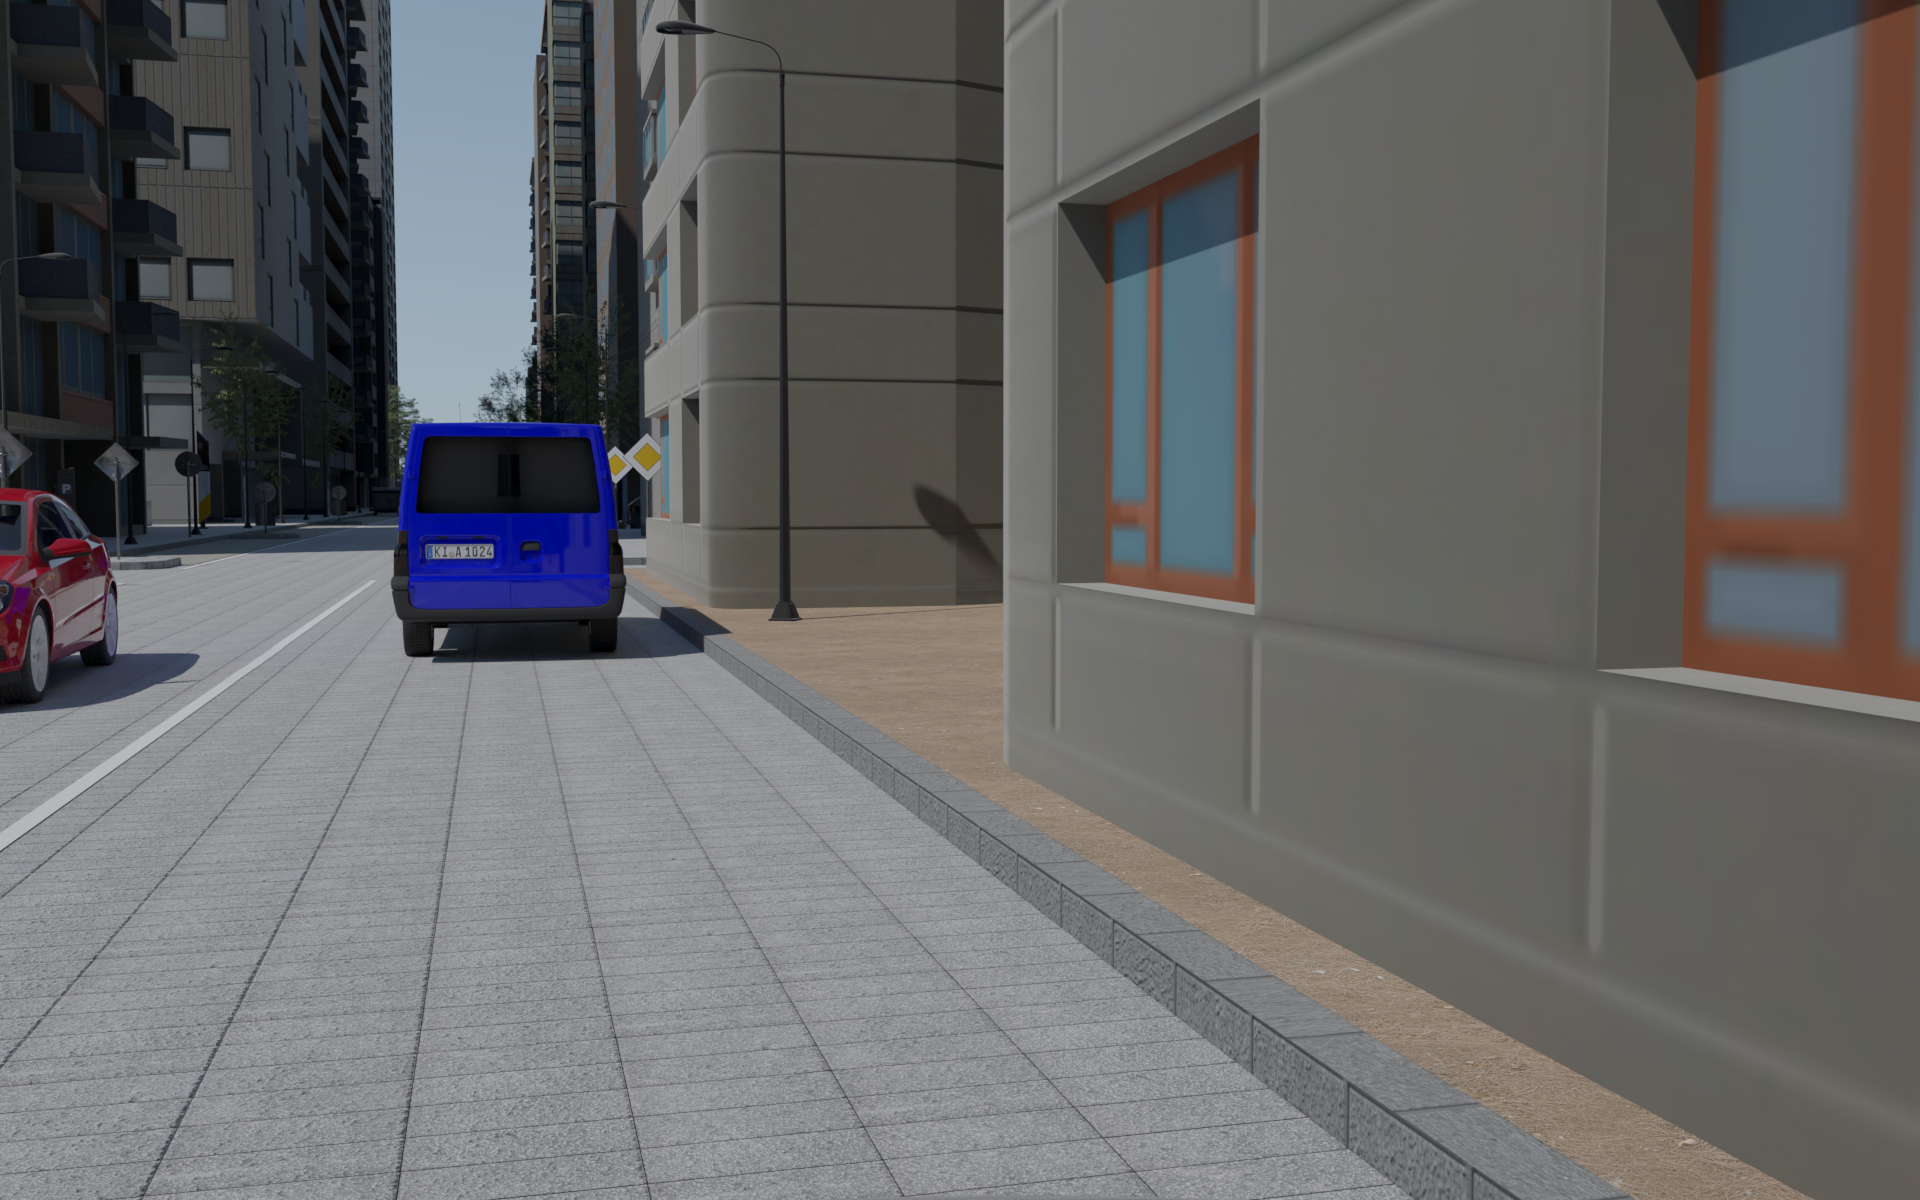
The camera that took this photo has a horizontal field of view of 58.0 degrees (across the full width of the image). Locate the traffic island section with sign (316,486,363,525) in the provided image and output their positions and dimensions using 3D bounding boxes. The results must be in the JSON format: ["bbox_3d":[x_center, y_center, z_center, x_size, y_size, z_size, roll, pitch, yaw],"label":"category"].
[{"bbox_3d":[-29.198,-4.460,81.552,1.989,1.847,2.006,-1,4,-15],"label":"traffic island section with sign"}]

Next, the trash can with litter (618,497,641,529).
[{"bbox_3d":[-12.166,-3.204,63.778,1.055,1.170,0.624,-1,4,-19],"label":"trash can with litter"}]

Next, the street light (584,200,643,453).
[{"bbox_3d":[-5.168,-3.373,27.697,1.470,5.913,1.316,-1,4,-15],"label":"street light"}]

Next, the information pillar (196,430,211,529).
[{"bbox_3d":[-27.829,-4.425,63.707,0.504,3.616,0.183,1,4,17],"label":"information pillar"}]

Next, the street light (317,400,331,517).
[{"bbox_3d":[-31.819,-6.916,85.626,1.470,5.913,1.316,-1,4,-15],"label":"street light"}]

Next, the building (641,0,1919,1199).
[{"bbox_3d":[12.044,-10.505,16.790,27.650,21.520,28.899,-1,4,-15],"label":"building"}]

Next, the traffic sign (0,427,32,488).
[{"bbox_3d":[-14.358,-1.369,26.023,0.795,2.450,0.064,-1,4,-15],"label":"traffic sign"}]

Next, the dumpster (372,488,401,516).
[{"bbox_3d":[-37.656,-6.455,113.757,1.865,1.857,1.264,-1,4,-16],"label":"dumpster"}]

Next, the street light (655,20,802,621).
[{"bbox_3d":[-2.300,-2.737,17.287,1.470,5.913,1.316,-1,4,-15],"label":"street light"}]

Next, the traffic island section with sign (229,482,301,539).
[{"bbox_3d":[-22.246,-2.867,55.506,1.989,1.847,2.006,-1,4,-15],"label":"traffic island section with sign"}]

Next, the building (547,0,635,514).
[{"bbox_3d":[-24.411,-29.602,134.097,14.600,45.320,14.200,-1,4,-15],"label":"building"}]

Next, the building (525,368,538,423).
[{"bbox_3d":[-49.017,-24.962,253.172,27.650,21.520,28.899,-1,4,-15],"label":"building"}]

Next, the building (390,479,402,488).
[{"bbox_3d":[-80.098,-30.712,194.022,32.217,40.220,23.993,-1,4,-15],"label":"building"}]

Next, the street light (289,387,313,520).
[{"bbox_3d":[-28.968,-6.282,75.257,1.470,5.913,1.316,-1,4,-15],"label":"street light"}]

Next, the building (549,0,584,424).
[{"bbox_3d":[-20.994,-26.665,119.574,14.154,41.232,14.086,-1,4,-15],"label":"building"}]

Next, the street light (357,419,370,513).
[{"bbox_3d":[-37.722,-8.270,107.751,1.470,5.913,1.316,-1,4,-15],"label":"street light"}]

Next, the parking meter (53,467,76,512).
[{"bbox_3d":[-19.532,-1.962,37.792,0.399,1.863,0.255,-3,4,-39],"label":"parking meter"}]

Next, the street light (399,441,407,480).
[{"bbox_3d":[-49.162,-10.891,150.601,1.470,5.913,1.316,-1,4,-15],"label":"street light"}]

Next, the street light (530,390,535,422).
[{"bbox_3d":[-18.214,-6.383,76.904,1.470,5.913,1.316,-1,4,-15],"label":"street light"}]

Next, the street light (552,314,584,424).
[{"bbox_3d":[-9.689,-4.423,44.865,1.470,5.913,1.316,-1,4,-15],"label":"street light"}]

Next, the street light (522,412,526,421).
[{"bbox_3d":[-23.801,-7.653,97.672,1.470,5.913,1.316,-1,4,-15],"label":"street light"}]

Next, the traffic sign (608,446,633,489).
[{"bbox_3d":[-7.188,-1.989,36.171,0.795,2.450,0.064,-1,4,-15],"label":"traffic sign"}]

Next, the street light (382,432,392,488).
[{"bbox_3d":[-43.284,-9.554,128.744,1.470,5.913,1.316,-1,4,-15],"label":"street light"}]

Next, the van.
[{"bbox_3d":[-4.434,-0.778,17.107,2.240,2.365,5.245,-1,4,-14],"label":"van"}]

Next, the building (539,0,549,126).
[{"bbox_3d":[-26.117,-30.659,155.903,22.147,44.769,28.867,-1,4,-15],"label":"building"}]

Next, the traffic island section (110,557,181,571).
[{"bbox_3d":[-16.437,-0.704,33.795,2.009,0.180,2.903,-1,4,-15],"label":"traffic island section"}]

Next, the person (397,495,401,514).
[{"bbox_3d":[-29.716,-5.109,92.526,0.515,1.767,0.782,2,4,31],"label":"person"}]

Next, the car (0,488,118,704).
[{"bbox_3d":[-7.551,-0.235,12.890,2.155,1.783,4.494,-1,4,-17],"label":"car"}]

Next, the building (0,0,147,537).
[{"bbox_3d":[-33.176,-23.791,43.605,22.147,44.769,28.867,-1,4,-15],"label":"building"}]

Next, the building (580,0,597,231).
[{"bbox_3d":[-15.646,-20.341,104.284,14.160,30.474,14.107,-1,4,-15],"label":"building"}]

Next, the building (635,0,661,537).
[{"bbox_3d":[1.336,-26.129,50.913,21.600,48.544,21.300,-1,4,-15],"label":"building"}]

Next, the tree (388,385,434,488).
[{"bbox_3d":[-59.112,-16.011,179.902,7.486,12.596,7.792,0,3,0],"label":"tree"}]

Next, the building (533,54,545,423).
[{"bbox_3d":[-35.737,-32.147,175.706,14.600,45.320,14.200,-1,4,-15],"label":"building"}]

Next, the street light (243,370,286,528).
[{"bbox_3d":[-26.170,-5.647,64.875,1.470,5.913,1.316,-1,4,-15],"label":"street light"}]

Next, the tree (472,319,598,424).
[{"bbox_3d":[-21.612,-9.621,91.712,8.767,10.594,7.601,-1,4,-14],"label":"tree"}]

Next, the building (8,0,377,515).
[{"bbox_3d":[-59.039,-29.564,137.989,22.147,44.769,28.867,-1,4,-15],"label":"building"}]

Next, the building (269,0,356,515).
[{"bbox_3d":[-51.916,-29.915,112.811,21.300,48.544,21.600,-1,4,-15],"label":"building"}]

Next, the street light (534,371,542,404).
[{"bbox_3d":[-15.235,-5.696,65.678,1.470,5.913,1.316,-1,4,-15],"label":"street light"}]

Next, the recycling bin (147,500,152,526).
[{"bbox_3d":[-32.730,-3.452,68.989,0.722,1.027,0.722,1,4,17],"label":"recycling bin"}]

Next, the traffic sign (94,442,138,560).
[{"bbox_3d":[-16.416,-1.841,33.739,0.795,2.450,0.064,-1,4,-15],"label":"traffic sign"}]

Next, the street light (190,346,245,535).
[{"bbox_3d":[-23.515,-5.010,54.454,1.470,5.913,1.316,-1,4,-15],"label":"street light"}]

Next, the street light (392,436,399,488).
[{"bbox_3d":[-46.113,-10.188,139.118,1.470,5.913,1.316,-1,4,-15],"label":"street light"}]

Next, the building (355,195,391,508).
[{"bbox_3d":[-60.736,-23.759,160.168,14.160,30.474,14.107,-1,4,-15],"label":"building"}]

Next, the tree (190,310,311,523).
[{"bbox_3d":[-28.554,-7.267,69.180,4.737,8.622,4.395,0,3,0],"label":"tree"}]

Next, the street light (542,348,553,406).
[{"bbox_3d":[-12.447,-5.059,55.259,1.470,5.913,1.316,-1,4,-15],"label":"street light"}]

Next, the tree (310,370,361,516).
[{"bbox_3d":[-37.648,-9.299,102.405,4.737,8.622,4.395,0,3,0],"label":"tree"}]

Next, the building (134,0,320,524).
[{"bbox_3d":[-45.986,-30.080,81.047,28.713,52.752,27.495,-1,4,-15],"label":"building"}]

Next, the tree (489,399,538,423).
[{"bbox_3d":[-47.223,-16.104,189.060,9.928,11.665,9.643,0,3,0],"label":"tree"}]

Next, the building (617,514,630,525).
[{"bbox_3d":[-9.169,-26.205,78.565,14.600,45.320,14.200,-1,4,-15],"label":"building"}]

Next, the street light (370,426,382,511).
[{"bbox_3d":[-40.505,-8.918,118.356,1.470,5.913,1.316,-1,4,-15],"label":"street light"}]

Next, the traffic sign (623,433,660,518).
[{"bbox_3d":[-5.130,-1.518,28.454,0.795,2.450,0.064,-1,4,-15],"label":"traffic sign"}]

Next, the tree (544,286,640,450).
[{"bbox_3d":[-13.080,-6.857,62.476,4.737,8.622,4.395,0,3,0],"label":"tree"}]

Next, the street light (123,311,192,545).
[{"bbox_3d":[-20.602,-4.375,44.077,1.470,5.913,1.316,-1,4,-15],"label":"street light"}]

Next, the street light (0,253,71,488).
[{"bbox_3d":[-17.823,-3.722,33.392,1.470,5.913,1.316,-1,4,-15],"label":"street light"}]

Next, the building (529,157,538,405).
[{"bbox_3d":[-44.023,-34.822,223.956,22.147,44.769,28.867,-1,4,-15],"label":"building"}]

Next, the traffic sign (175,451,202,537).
[{"bbox_3d":[-22.900,-3.139,51.425,0.768,2.556,0.104,-1,4,-9],"label":"traffic sign"}]

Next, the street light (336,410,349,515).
[{"bbox_3d":[-34.650,-7.551,96.000,1.470,5.913,1.316,-1,4,-15],"label":"street light"}]

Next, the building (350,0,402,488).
[{"bbox_3d":[-85.595,-48.793,236.013,20.563,71.187,20.611,-1,4,-15],"label":"building"}]
